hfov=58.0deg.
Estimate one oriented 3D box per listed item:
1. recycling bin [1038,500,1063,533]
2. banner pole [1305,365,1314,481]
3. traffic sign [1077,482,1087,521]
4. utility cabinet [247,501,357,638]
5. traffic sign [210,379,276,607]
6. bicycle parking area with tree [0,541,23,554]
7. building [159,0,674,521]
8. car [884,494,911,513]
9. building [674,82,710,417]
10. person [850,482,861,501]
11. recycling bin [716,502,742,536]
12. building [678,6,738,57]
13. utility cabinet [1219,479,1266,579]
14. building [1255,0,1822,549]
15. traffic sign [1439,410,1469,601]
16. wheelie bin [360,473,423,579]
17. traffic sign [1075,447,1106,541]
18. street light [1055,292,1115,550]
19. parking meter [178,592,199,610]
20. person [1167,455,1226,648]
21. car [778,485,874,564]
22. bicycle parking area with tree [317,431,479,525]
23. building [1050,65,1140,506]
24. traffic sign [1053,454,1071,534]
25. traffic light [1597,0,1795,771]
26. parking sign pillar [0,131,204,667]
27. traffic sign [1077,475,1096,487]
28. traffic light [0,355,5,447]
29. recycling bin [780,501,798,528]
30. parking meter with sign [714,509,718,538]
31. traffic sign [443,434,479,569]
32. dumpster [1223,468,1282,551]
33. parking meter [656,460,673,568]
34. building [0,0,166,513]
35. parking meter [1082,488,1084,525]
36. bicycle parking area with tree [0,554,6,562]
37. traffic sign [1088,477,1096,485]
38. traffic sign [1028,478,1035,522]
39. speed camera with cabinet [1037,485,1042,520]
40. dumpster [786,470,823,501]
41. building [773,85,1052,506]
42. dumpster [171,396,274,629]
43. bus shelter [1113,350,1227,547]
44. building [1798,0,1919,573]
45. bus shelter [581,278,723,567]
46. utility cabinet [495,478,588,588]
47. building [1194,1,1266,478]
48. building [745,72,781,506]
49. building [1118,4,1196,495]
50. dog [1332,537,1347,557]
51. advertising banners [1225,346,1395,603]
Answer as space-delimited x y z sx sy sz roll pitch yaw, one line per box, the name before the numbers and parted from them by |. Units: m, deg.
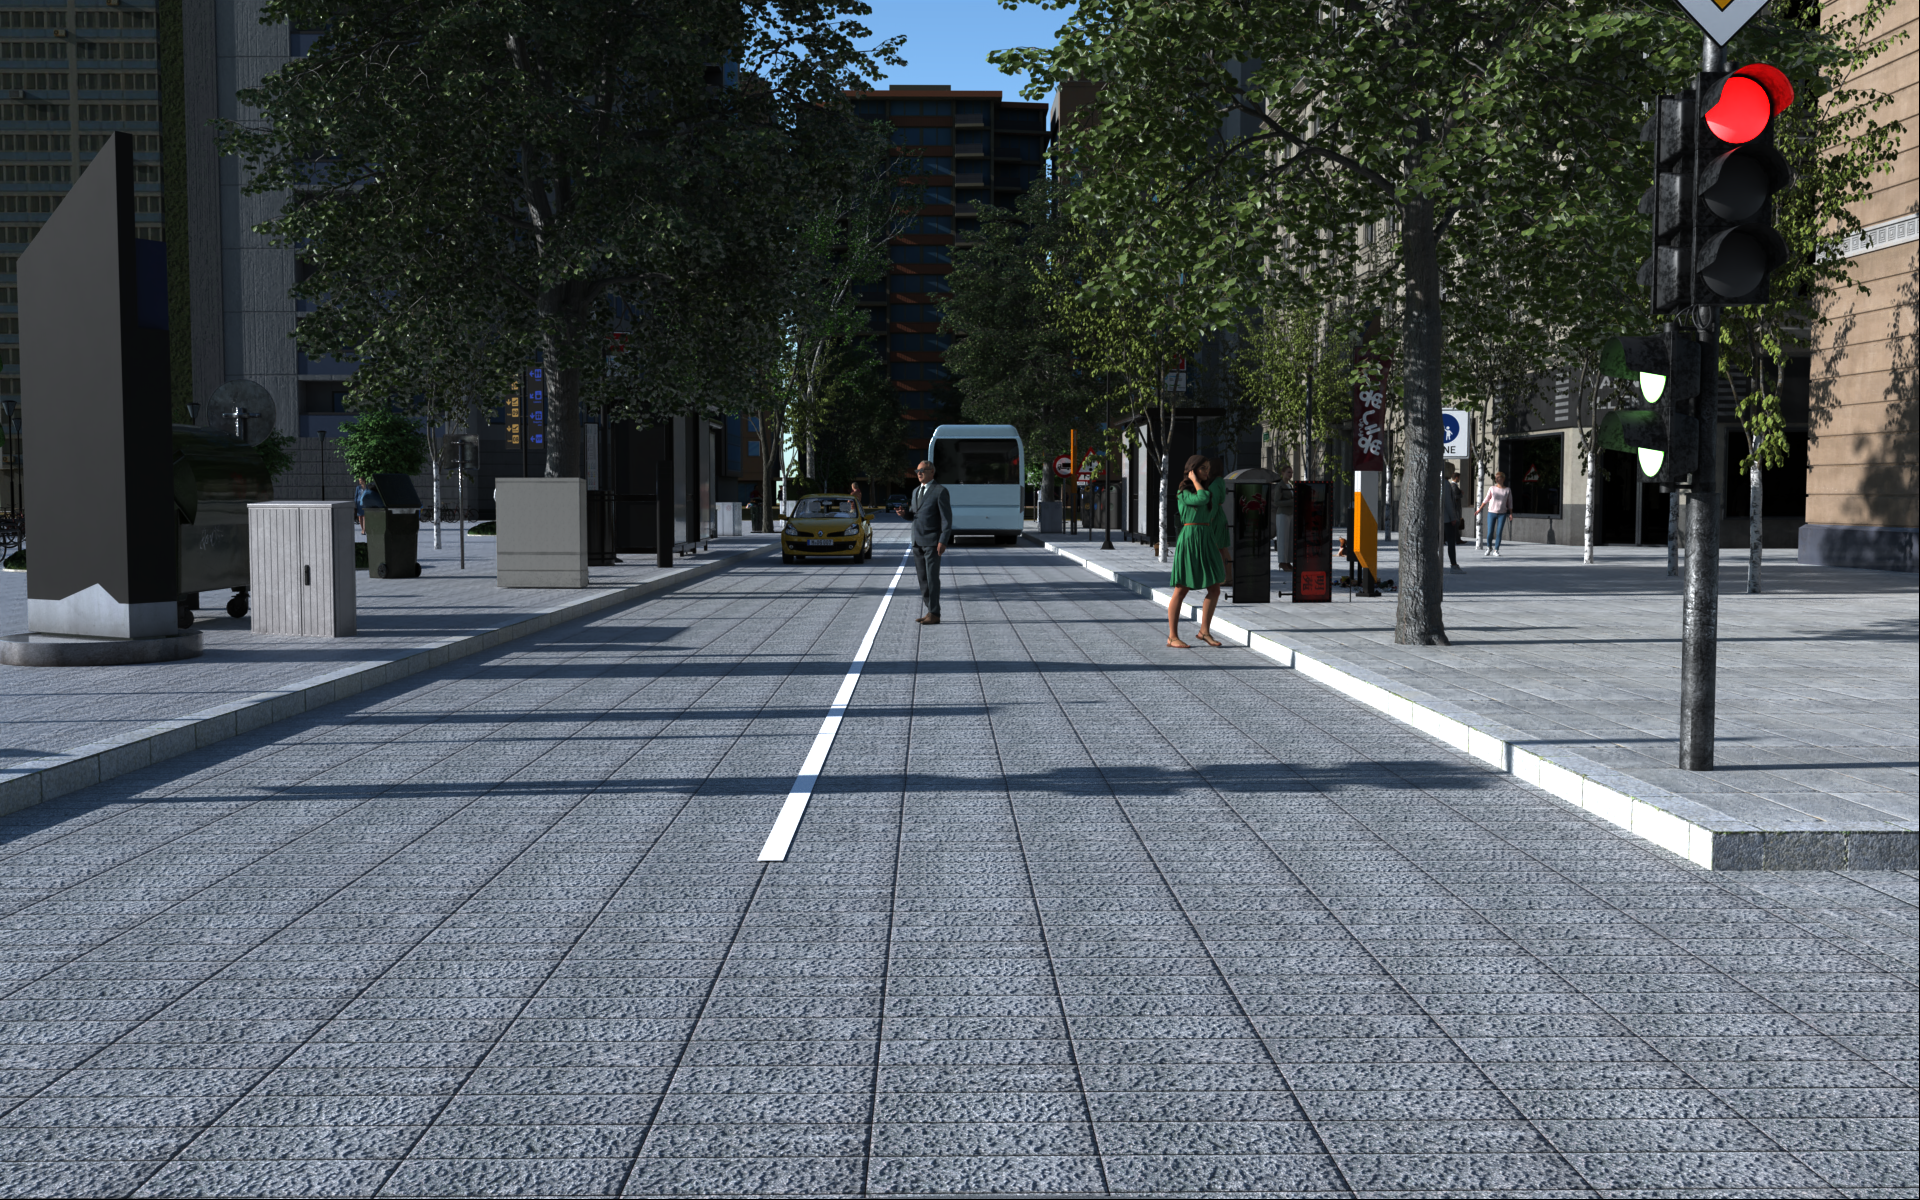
recycling bin | 2.965 -2.707 56.811 0.722 1.027 0.722 0 4 -4
banner pole | 6.808 -2.683 33.888 0.401 3.779 0.863 0 4 5
traffic sign | 5.749 -4.897 82.199 0.606 2.300 0.079 0 4 0
utility cabinet | -5.993 -0.282 15.768 1.020 1.237 0.306 2 4 24
traffic sign | -7.958 -1.167 19.193 0.768 2.556 0.104 0 4 0
bicycle parking area with tree | -23.548 -3.380 42.271 9.016 4.147 8.231 -3 5 -45
building | -28.471 -33.870 95.770 21.231 58.520 28.212 0 4 -1
car | -4.811 -7.458 133.736 2.131 1.459 4.920 0 4 -1
building | -24.911 -21.197 118.274 14.160 30.474 14.107 0 4 -1
person | -3.459 -2.985 57.283 0.573 1.828 0.580 -1 4 -22
recycling bin | -7.118 -2.471 52.960 0.722 1.027 0.722 1 4 12
building | -25.562 -29.965 140.039 14.200 45.320 14.600 0 4 -1
utility cabinet | 3.956 -1.041 25.701 1.173 1.500 0.318 -2 4 -25
building | 22.696 -17.424 61.299 17.030 29.872 44.131 0 4 -1
traffic sign | 5.742 -1.132 20.635 0.606 2.300 0.079 0 4 7
wheelie bin | -8.724 -1.137 26.497 0.693 1.594 0.980 3 4 36
traffic sign | 3.586 -2.909 47.561 0.884 2.594 0.081 0 4 0
street light | 2.878 -4.121 39.925 1.470 5.913 1.316 0 4 -1
parking meter | -8.653 -0.659 19.194 0.372 1.533 0.369 0 3 0
person | 2.190 -0.452 16.139 0.529 1.795 0.600 2 4 31
car | -2.801 -1.629 36.858 2.015 1.641 3.980 0 4 1
bicycle parking area with tree | -26.801 -5.508 77.060 9.016 4.147 8.231 -3 5 -45
building | 17.164 -32.691 184.611 14.200 45.320 14.600 0 4 -1
traffic sign | 3.340 -3.380 55.374 0.768 2.556 0.104 0 4 2
traffic light | 3.418 -1.165 7.971 0.839 4.253 0.868 0 4 -1
parking sign pillar | -6.714 -1.528 13.451 1.447 3.967 1.447 2 4 30
traffic sign | 5.363 -4.521 73.921 0.884 2.594 0.081 0 4 8
traffic light | -4.842 -1.157 7.832 0.839 4.253 0.868 0 4 -1
recycling bin | -6.451 -3.299 66.500 0.722 1.027 0.722 1 4 18
parking meter with sign | -7.872 -3.341 50.883 1.738 3.016 0.543 2 4 34
traffic sign | -8.518 -1.680 29.597 0.606 2.300 0.079 0 4 1
dumpster | 6.629 -2.058 39.414 1.264 1.857 1.865 0 4 -1
parking meter | -5.174 -1.505 30.326 0.255 1.863 0.399 -1 4 -13
building | -58.726 -26.836 130.643 23.993 40.220 32.217 0 4 -1
parking meter | 5.245 -3.879 71.841 0.372 1.533 0.369 0 3 0
bicycle parking area with tree | -21.616 -2.814 33.010 8.231 4.147 9.016 0 4 -3
traffic sign | 6.156 -5.075 83.078 0.768 2.556 0.104 0 4 2
traffic sign | 3.408 -4.719 79.284 0.606 2.300 0.079 0 4 4
speed camera with cabinet | 4.017 -5.363 82.021 0.660 3.252 2.038 0 4 -2
dumpster | -6.365 -4.136 70.118 1.502 2.255 1.985 0 4 -1
building | -4.979 -32.648 188.411 28.867 44.769 22.147 0 4 -1
dumpster | -7.862 -0.890 17.045 1.502 2.255 1.985 0 4 -1
bus shelter | 5.331 -4.190 46.137 2.179 5.291 8.768 0 4 -1
building | 25.268 -14.608 24.743 20.117 28.700 13.634 0 4 -1
bus shelter | -6.442 -3.499 34.840 2.179 5.291 8.768 0 4 -1
utility cabinet | -5.684 -0.910 23.564 1.173 1.500 0.318 0 4 6
building | 24.515 -34.222 101.531 21.231 58.520 28.212 0 4 -1
building | -26.755 -32.674 184.323 14.200 45.320 14.600 0 4 -1
building | 24.759 -31.342 132.053 23.786 49.044 30.456 0 4 -1
dog | 7.873 -1.078 35.357 0.550 0.427 0.748 1 4 10
advertising banners | 4.136 -1.481 20.408 2.074 3.025 0.090 -1 4 -11
